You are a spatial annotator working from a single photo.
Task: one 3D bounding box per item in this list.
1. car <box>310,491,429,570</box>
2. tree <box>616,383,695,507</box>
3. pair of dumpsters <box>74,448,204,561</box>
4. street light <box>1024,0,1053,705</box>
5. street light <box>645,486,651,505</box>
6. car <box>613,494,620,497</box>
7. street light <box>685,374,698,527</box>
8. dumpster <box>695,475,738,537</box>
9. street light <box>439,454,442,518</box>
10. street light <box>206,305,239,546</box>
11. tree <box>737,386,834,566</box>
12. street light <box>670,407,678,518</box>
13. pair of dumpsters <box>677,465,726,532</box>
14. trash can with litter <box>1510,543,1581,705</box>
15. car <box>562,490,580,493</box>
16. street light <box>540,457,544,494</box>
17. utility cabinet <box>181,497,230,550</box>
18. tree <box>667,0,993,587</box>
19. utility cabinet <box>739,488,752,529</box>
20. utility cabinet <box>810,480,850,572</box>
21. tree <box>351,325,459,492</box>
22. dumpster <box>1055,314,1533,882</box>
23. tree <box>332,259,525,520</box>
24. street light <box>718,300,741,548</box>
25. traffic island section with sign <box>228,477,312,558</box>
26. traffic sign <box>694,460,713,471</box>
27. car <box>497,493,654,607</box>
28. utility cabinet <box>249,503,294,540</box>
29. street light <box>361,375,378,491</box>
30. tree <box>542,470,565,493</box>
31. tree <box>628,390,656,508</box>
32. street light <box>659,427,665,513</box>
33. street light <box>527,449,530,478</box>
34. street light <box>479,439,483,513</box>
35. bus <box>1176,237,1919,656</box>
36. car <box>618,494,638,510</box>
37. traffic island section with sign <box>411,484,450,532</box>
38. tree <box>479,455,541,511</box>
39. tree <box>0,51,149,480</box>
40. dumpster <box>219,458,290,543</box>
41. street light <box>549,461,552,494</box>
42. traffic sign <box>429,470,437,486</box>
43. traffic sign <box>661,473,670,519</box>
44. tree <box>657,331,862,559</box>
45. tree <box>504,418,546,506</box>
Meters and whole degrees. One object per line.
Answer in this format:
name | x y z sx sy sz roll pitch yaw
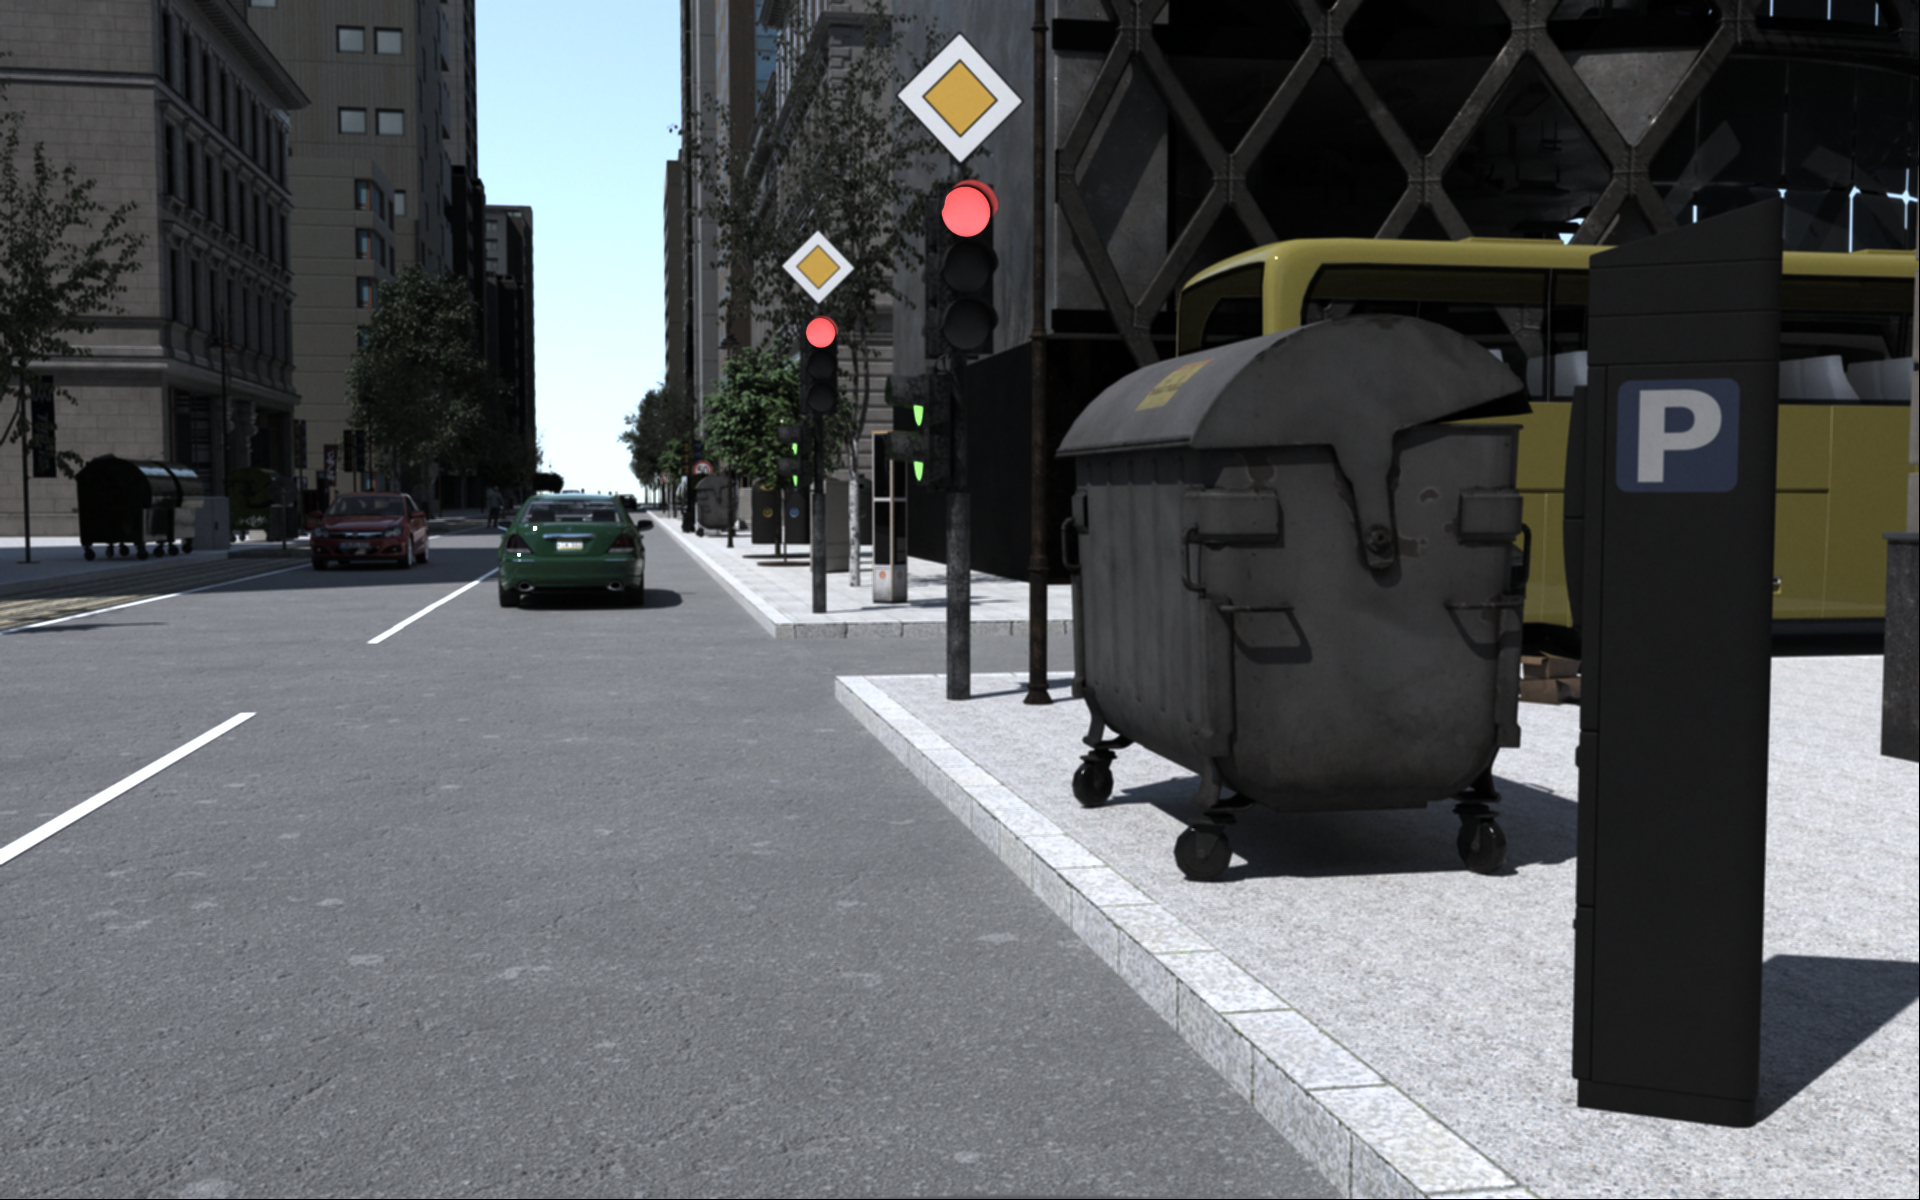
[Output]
car | -11.650 -1.546 34.312 2.155 1.783 4.494 -1 4 -11
tree | -30.660 -16.014 178.844 9.611 12.733 9.660 0 3 0
pair of dumpsters | -16.725 -2.007 35.316 1.574 2.255 4.437 -1 4 -11
street light | 0.479 -2.303 10.443 0.468 5.910 1.993 -1 4 -11
street light | -40.353 -15.283 222.657 0.468 5.910 1.993 -1 4 -11
car | -37.112 -10.885 188.196 2.015 1.641 3.980 -1 4 -11
street light | -10.370 -5.763 67.020 0.468 5.910 1.993 -1 4 -11
dumpster | -7.330 -2.842 52.220 1.264 1.857 1.865 -1 4 -11
street light | -27.582 -7.277 91.762 0.468 5.910 1.993 -1 4 -11
street light | -18.011 -4.260 42.435 0.468 5.910 1.993 -1 4 -11
tree | -3.266 -2.235 31.149 1.663 3.219 1.824 0 3 0
street light | -15.187 -7.298 92.108 0.468 5.910 1.993 -1 4 -11
pair of dumpsters | -8.997 -3.535 60.293 1.574 2.255 4.437 -1 4 -11
trash can with litter | 3.514 0.027 10.945 0.624 1.170 1.055 -3 5 -44
car | -34.403 -8.839 153.188 2.281 1.827 5.304 -1 4 -12
street light | -48.194 -13.866 199.498 0.468 5.910 1.993 -1 4 -11
utility cabinet | -17.313 -1.748 39.743 0.306 1.237 1.020 3 5 42
tree | -1.701 -4.489 23.759 4.360 8.622 3.978 0 3 0
utility cabinet | -7.322 -3.266 62.075 1.173 1.500 0.318 1 4 14
utility cabinet | -2.090 -1.216 28.568 0.318 1.500 1.173 1 4 22
tree | -24.597 -7.698 76.217 4.737 8.622 4.395 0 3 0
dumpster | 1.177 -0.043 6.457 1.264 1.857 1.865 -1 4 -11
tree | -26.155 -10.262 84.791 9.611 12.733 9.660 0 3 0
street light | -5.510 -4.196 41.386 0.468 5.910 1.993 -1 4 -11
traffic island section with sign | -15.397 -1.879 39.351 1.989 1.847 2.006 -1 4 -11
traffic sign | -9.702 -3.996 65.440 0.768 2.556 0.104 0 4 -2
car | -5.225 -0.716 23.502 2.131 1.459 4.920 -1 4 -11
utility cabinet | -19.037 -2.397 47.866 1.173 1.500 0.318 1 4 9
street light | -22.925 -5.782 67.329 0.468 5.910 1.993 -1 4 -11
tree | -52.727 -14.267 216.985 4.285 4.588 4.351 0 3 0
tree | -16.625 -9.139 99.779 4.360 8.622 3.978 0 3 0
street light | -20.020 -8.820 116.992 0.468 5.910 1.993 -1 4 -11
street light | -43.396 -12.326 174.325 0.468 5.910 1.993 -1 4 -11
street light | -32.293 -8.814 116.900 0.468 5.910 1.993 -1 4 -11
bus | 8.262 -1.521 16.421 12.252 3.916 2.896 -1 4 -11
car | -29.749 -8.850 154.481 2.009 1.686 4.222 -1 4 -13
traffic island section with sign | -20.486 -3.498 65.824 1.989 1.847 2.006 -1 4 -11
tree | -36.011 -9.264 135.187 4.285 4.588 4.351 0 3 0
tree | -15.878 -4.763 28.242 4.737 8.622 4.395 0 3 0
dumpster | -18.850 -2.681 46.327 1.502 2.255 1.985 -1 4 -11
street light | -53.303 -15.449 225.375 0.468 5.910 1.993 -1 4 -11
traffic sign | -27.719 -5.525 90.438 0.768 2.556 0.104 0 4 -2
traffic sign | -15.258 -5.544 90.756 0.768 2.556 0.104 0 4 -6
tree | -3.660 -3.131 34.912 4.285 4.588 4.351 0 3 0
tree | -42.077 -13.176 165.784 4.360 8.622 3.978 0 3 0
